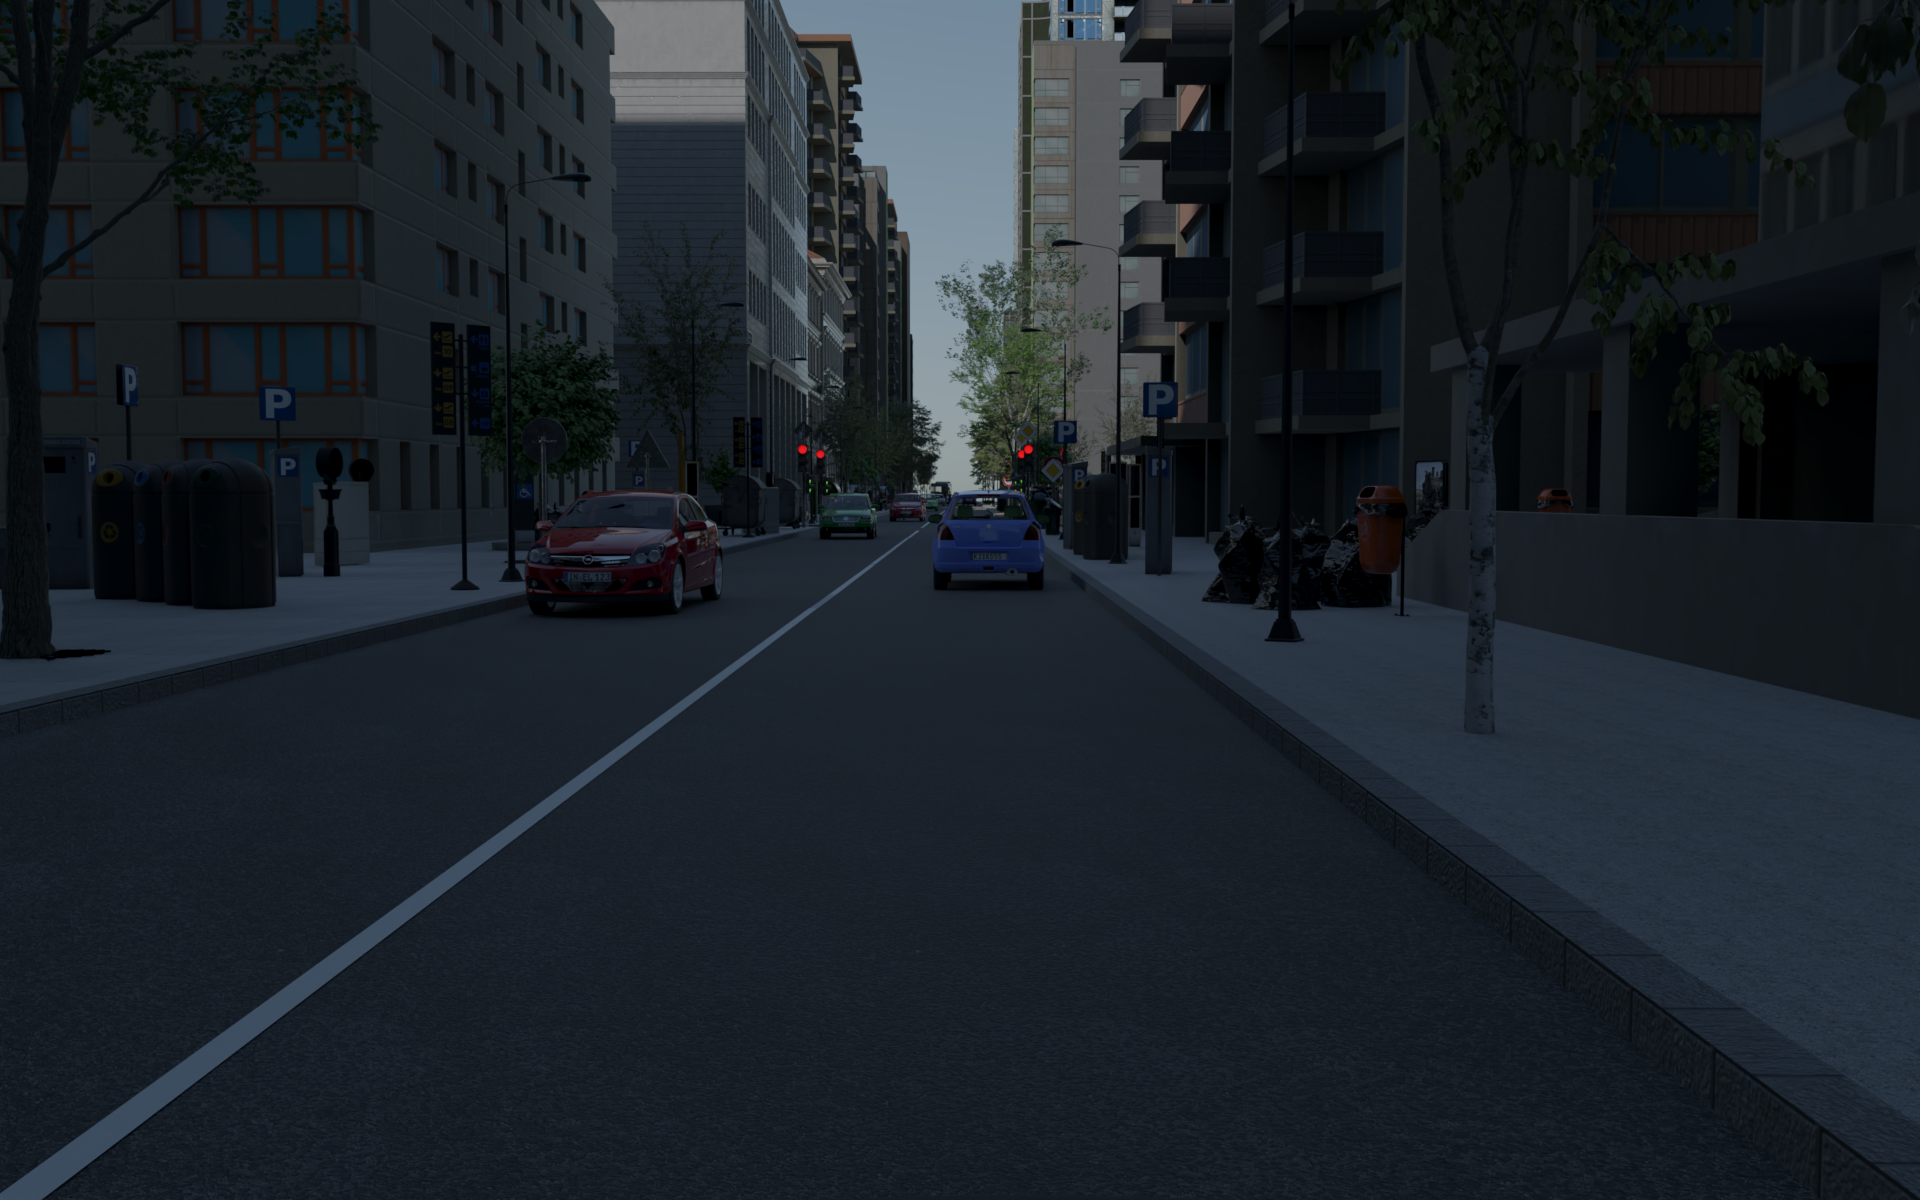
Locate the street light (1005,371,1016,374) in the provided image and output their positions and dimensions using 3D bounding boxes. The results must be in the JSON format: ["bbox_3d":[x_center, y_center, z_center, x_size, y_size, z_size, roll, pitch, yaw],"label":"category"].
[{"bbox_3d":[2.418,-5.692,65.604,1.470,5.913,1.316,0,4,0],"label":"street light"}]

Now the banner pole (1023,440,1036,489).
[{"bbox_3d":[3.249,-5.530,80.427,0.863,3.779,0.401,-1,4,-19],"label":"banner pole"}]

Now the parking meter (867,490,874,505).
[{"bbox_3d":[-5.813,-6.398,113.014,0.372,1.533,0.369,0,3,0],"label":"parking meter"}]

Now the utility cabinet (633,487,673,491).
[{"bbox_3d":[-9.158,-2.633,51.735,1.173,1.500,0.318,1,4,19],"label":"utility cabinet"}]

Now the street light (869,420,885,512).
[{"bbox_3d":[-5.648,-8.324,108.631,1.470,5.913,1.316,0,4,0],"label":"street light"}]

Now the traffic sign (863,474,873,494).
[{"bbox_3d":[-6.022,-6.827,111.626,0.884,2.594,0.081,0,4,7],"label":"traffic sign"}]

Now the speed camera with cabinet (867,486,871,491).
[{"bbox_3d":[-7.419,-9.100,143.121,0.660,3.252,2.038,1,4,18],"label":"speed camera with cabinet"}]

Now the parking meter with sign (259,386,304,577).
[{"bbox_3d":[-10.726,-1.911,27.499,0.543,3.016,1.738,-2,4,-27],"label":"parking meter with sign"}]

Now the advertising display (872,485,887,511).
[{"bbox_3d":[-6.047,-7.693,130.991,0.974,1.923,0.123,0,4,6],"label":"advertising display"}]

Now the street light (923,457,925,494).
[{"bbox_3d":[-5.158,-16.028,234.592,1.470,5.913,1.316,0,4,0],"label":"street light"}]

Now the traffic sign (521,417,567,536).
[{"bbox_3d":[-6.915,-1.756,28.815,0.768,2.556,0.104,0,4,2],"label":"traffic sign"}]

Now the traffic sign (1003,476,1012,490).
[{"bbox_3d":[3.153,-6.839,111.917,0.768,2.556,0.104,1,4,10],"label":"traffic sign"}]

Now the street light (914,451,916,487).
[{"bbox_3d":[-5.372,-12.991,184.951,1.470,5.913,1.316,0,4,0],"label":"street light"}]

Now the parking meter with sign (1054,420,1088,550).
[{"bbox_3d":[2.661,-2.690,40.242,0.543,3.016,1.738,-1,4,-11],"label":"parking meter with sign"}]

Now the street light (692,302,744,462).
[{"bbox_3d":[-5.913,-4.247,41.984,1.470,5.913,1.316,0,4,0],"label":"street light"}]

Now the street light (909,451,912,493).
[{"bbox_3d":[-5.511,-11.965,168.168,1.470,5.913,1.316,0,4,0],"label":"street light"}]

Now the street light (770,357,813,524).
[{"bbox_3d":[-5.888,-5.283,58.912,1.470,5.913,1.316,0,4,0],"label":"street light"}]

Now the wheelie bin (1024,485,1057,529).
[{"bbox_3d":[2.904,-3.397,63.454,0.693,1.594,0.980,-2,4,-27],"label":"wheelie bin"}]

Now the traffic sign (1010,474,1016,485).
[{"bbox_3d":[3.132,-5.794,94.840,0.768,2.556,0.104,1,4,9],"label":"traffic sign"}]

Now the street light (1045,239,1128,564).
[{"bbox_3d":[2.368,-3.621,31.749,1.470,5.913,1.316,0,4,0],"label":"street light"}]

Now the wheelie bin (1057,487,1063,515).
[{"bbox_3d":[3.926,-4.096,74.874,0.980,1.594,0.693,0,4,-7],"label":"wheelie bin"}]

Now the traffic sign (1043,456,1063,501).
[{"bbox_3d":[3.156,-3.547,58.095,0.768,2.556,0.104,1,4,9],"label":"traffic sign"}]

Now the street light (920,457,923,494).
[{"bbox_3d":[-5.318,-14.018,201.734,1.470,5.913,1.316,0,4,0],"label":"street light"}]

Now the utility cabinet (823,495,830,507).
[{"bbox_3d":[-5.957,-4.086,77.971,0.306,1.237,1.020,0,4,5],"label":"utility cabinet"}]

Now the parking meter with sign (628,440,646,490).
[{"bbox_3d":[-10.271,-3.608,55.252,0.543,3.016,1.738,-1,4,-12],"label":"parking meter with sign"}]

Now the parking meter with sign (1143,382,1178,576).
[{"bbox_3d":[3.223,-1.933,27.864,0.543,3.016,1.738,0,4,7],"label":"parking meter with sign"}]

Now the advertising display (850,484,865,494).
[{"bbox_3d":[-6.548,-6.438,110.477,0.974,1.923,0.123,0,4,5],"label":"advertising display"}]

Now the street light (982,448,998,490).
[{"bbox_3d":[2.886,-12.337,174.254,1.470,5.913,1.316,0,4,0],"label":"street light"}]

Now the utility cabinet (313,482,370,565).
[{"bbox_3d":[-11.129,-1.375,31.158,0.318,1.500,1.173,1,4,17],"label":"utility cabinet"}]

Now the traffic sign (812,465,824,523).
[{"bbox_3d":[-6.331,-4.681,76.537,0.884,2.594,0.081,0,4,3],"label":"traffic sign"}]

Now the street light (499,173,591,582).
[{"bbox_3d":[-6.028,-3.221,25.201,1.470,5.913,1.316,0,4,0],"label":"street light"}]

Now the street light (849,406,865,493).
[{"bbox_3d":[-5.767,-7.297,91.848,1.470,5.913,1.316,0,4,0],"label":"street light"}]

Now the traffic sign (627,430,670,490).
[{"bbox_3d":[-6.351,-2.157,35.267,0.884,2.594,0.081,0,4,2],"label":"traffic sign"}]

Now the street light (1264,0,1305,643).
[{"bbox_3d":[2.294,-2.595,14.966,1.470,5.913,1.316,0,4,0],"label":"street light"}]

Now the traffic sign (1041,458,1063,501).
[{"bbox_3d":[2.997,-3.344,55.861,0.795,2.450,0.064,0,4,3],"label":"traffic sign"}]

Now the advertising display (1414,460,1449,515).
[{"bbox_3d":[8.945,-1.693,32.895,0.123,1.923,0.974,-1,4,-18],"label":"advertising display"}]

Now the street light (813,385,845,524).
[{"bbox_3d":[-5.830,-6.216,74.180,1.470,5.913,1.316,0,4,0],"label":"street light"}]

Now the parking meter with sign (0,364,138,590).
[{"bbox_3d":[-12.081,-1.660,23.407,1.738,3.016,0.543,0,4,-6],"label":"parking meter with sign"}]

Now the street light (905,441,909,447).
[{"bbox_3d":[-5.434,-10.938,151.384,1.470,5.913,1.316,0,4,0],"label":"street light"}]

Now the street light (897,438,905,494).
[{"bbox_3d":[-5.505,-10.383,142.309,1.470,5.913,1.316,0,4,0],"label":"street light"}]

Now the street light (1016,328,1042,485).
[{"bbox_3d":[2.396,-4.649,48.545,1.470,5.913,1.316,0,4,0],"label":"street light"}]

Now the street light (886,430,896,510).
[{"bbox_3d":[-5.557,-9.350,125.414,1.470,5.913,1.316,0,4,0],"label":"street light"}]
